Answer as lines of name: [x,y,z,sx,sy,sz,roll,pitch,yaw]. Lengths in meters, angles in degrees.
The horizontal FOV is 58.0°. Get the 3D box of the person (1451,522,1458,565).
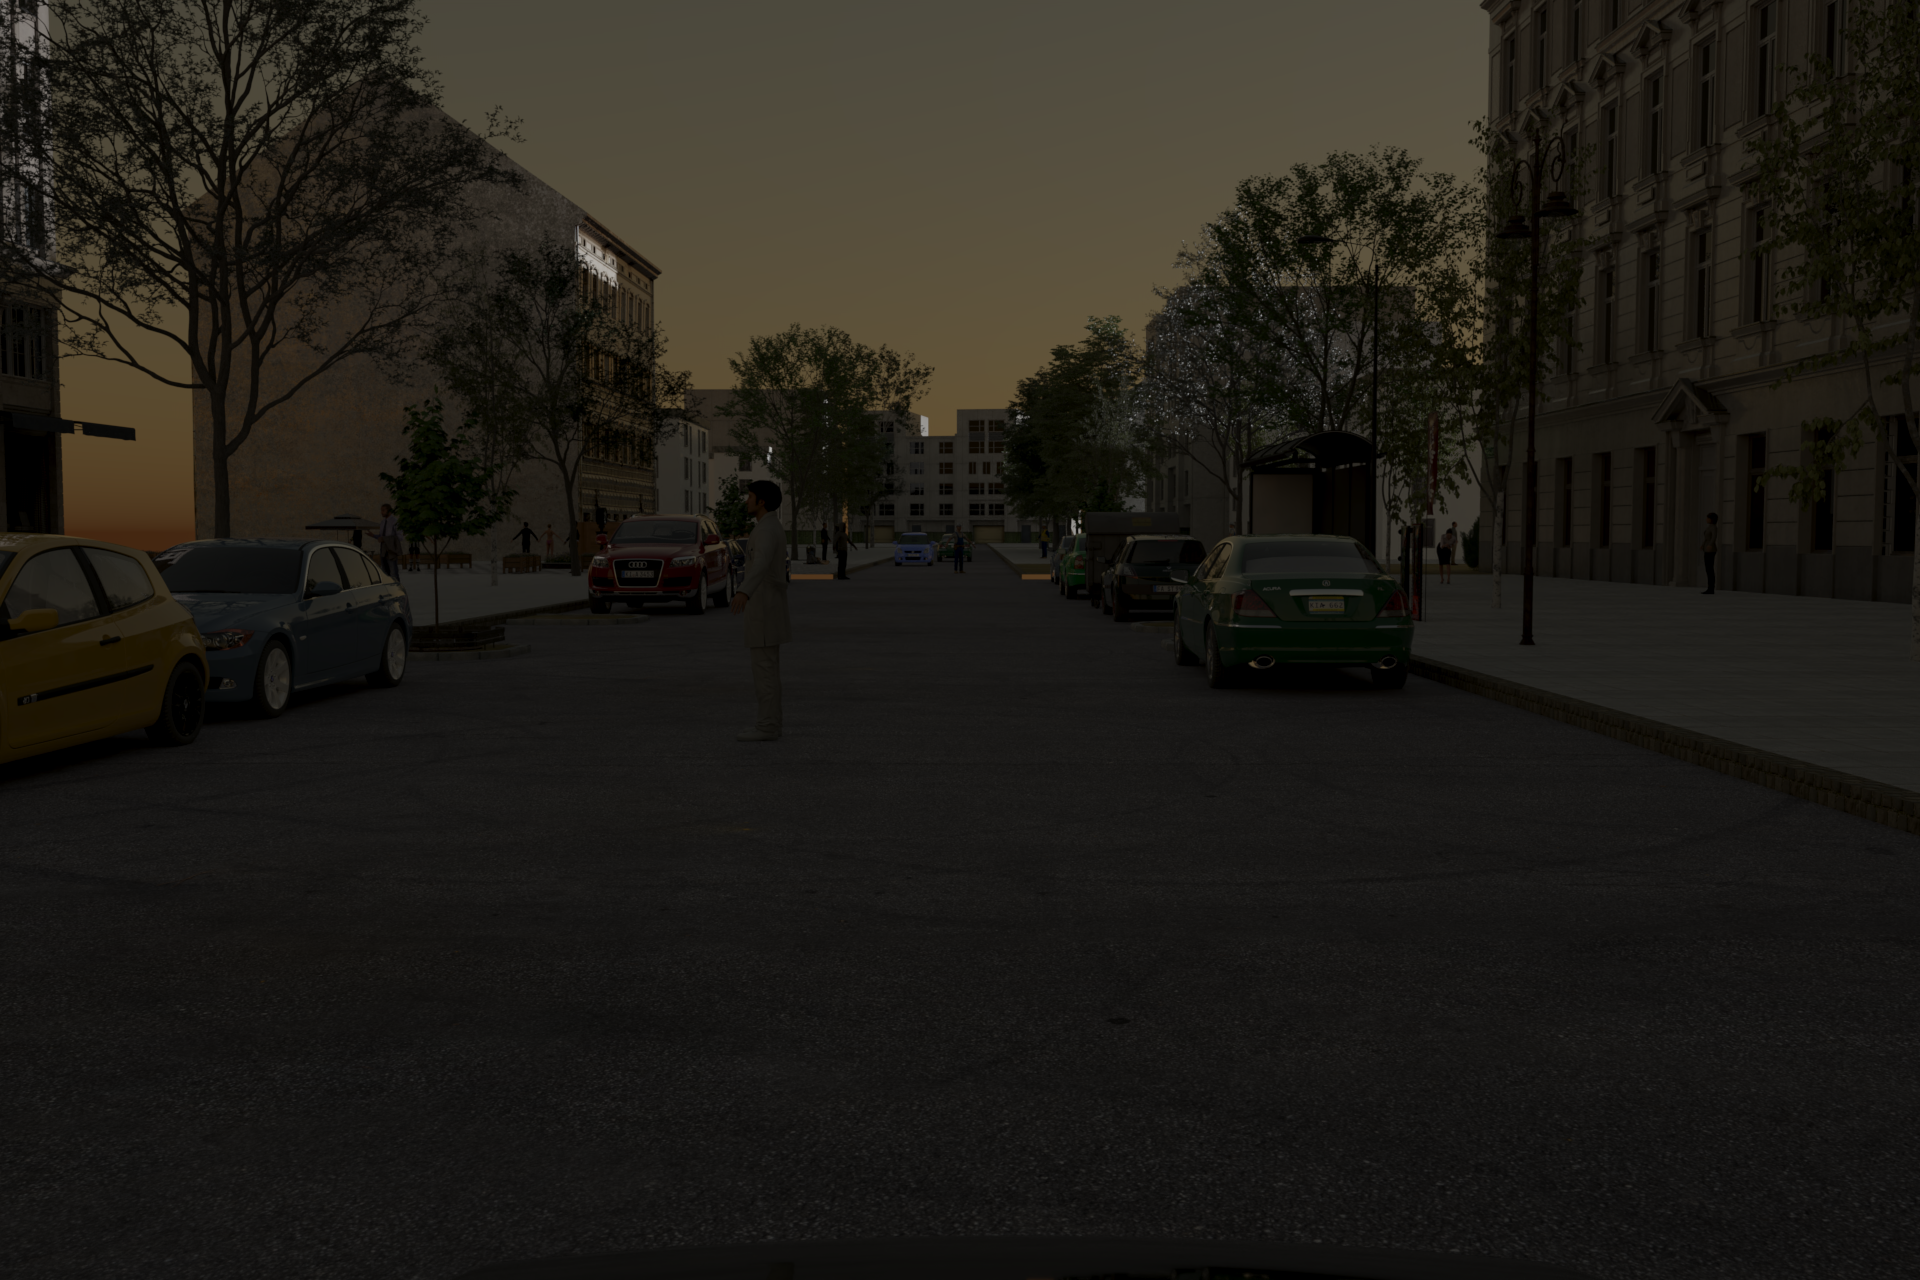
person: [20.315,-3.967,71.129,0.705,1.796,1.348,1,4,18]

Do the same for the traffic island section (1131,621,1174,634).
traffic island section: [3.576,-0.183,25.853,1.991,0.108,1.994,0,3,0]

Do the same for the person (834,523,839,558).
person: [-6.496,-5.244,91.512,0.705,1.856,1.354,0,4,-3]

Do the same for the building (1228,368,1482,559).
building: [22.270,-9.760,101.729,9.099,9.664,28.070,0,4,1]

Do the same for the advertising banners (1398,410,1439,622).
advertising banners: [6.767,-1.799,25.605,0.090,3.025,2.074,0,4,1]

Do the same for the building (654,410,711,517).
building: [-23.170,-11.455,129.436,9.099,9.664,28.070,0,4,0]

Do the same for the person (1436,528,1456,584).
person: [12.516,-2.164,44.608,0.628,1.438,0.799,-2,4,-27]

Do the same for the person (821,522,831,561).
person: [-6.039,-4.369,77.656,0.704,1.802,1.346,1,4,10]

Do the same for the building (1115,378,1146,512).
building: [27.346,-22.895,205.254,19.493,23.208,18.063,0,4,1]

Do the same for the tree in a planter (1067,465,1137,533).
tree in a planter: [3.698,-2.927,45.086,1.991,3.239,1.994,0,4,1]

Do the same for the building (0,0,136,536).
building: [-31.060,-18.184,43.428,12.429,33.558,17.177,0,4,1]

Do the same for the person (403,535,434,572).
person: [-18.727,-3.258,59.408,1.345,1.843,0.704,-1,4,-13]

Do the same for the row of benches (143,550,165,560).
row of benches: [-31.649,-3.176,67.398,4.104,0.672,1.422,2,4,26]

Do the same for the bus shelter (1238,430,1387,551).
bus shelter: [7.286,-2.599,36.422,2.014,3.302,5.546,0,4,0]

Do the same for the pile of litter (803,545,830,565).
pile of litter: [-6.105,-3.650,73.647,1.176,0.858,1.719,0,4,0]

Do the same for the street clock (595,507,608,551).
street clock: [-9.709,-2.592,46.953,0.358,2.002,0.471,0,4,1]

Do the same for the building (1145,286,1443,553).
building: [24.084,-16.254,132.206,16.747,18.905,31.486,0,4,0]

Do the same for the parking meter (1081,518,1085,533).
parking meter: [4.158,-3.102,56.422,0.399,1.863,0.255,0,4,1]

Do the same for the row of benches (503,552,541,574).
row of benches: [-14.614,-2.589,57.786,1.422,0.672,4.104,0,4,-5]

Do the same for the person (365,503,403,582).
person: [-10.533,-1.573,31.632,0.709,1.838,0.599,3,4,36]

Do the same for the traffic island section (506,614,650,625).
traffic island section: [-6.147,-0.328,28.228,1.991,0.108,1.994,0,4,1]

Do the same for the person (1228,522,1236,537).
person: [12.376,-4.473,78.991,0.705,1.847,1.347,2,4,24]

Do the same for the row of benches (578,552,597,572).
row of benches: [-11.096,-2.668,59.081,4.104,0.672,1.422,-1,4,-22]

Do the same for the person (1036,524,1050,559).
person: [4.405,-5.203,91.036,0.705,1.833,1.349,-2,4,-26]

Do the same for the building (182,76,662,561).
building: [-27.058,-15.902,90.928,19.493,23.208,18.063,0,4,1]

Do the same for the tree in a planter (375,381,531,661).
tree in a planter: [-6.211,-1.421,20.462,1.991,3.239,1.994,0,4,1]

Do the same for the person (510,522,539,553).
person: [-18.507,-4.136,73.802,0.705,1.806,1.347,3,5,45]

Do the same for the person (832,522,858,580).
person: [-3.668,-2.807,54.477,0.705,1.813,1.348,2,4,29]

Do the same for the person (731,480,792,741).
person: [-1.392,-0.213,12.119,0.705,1.806,1.347,0,4,1]

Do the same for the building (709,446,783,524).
building: [-22.838,-14.502,179.257,9.099,9.664,28.070,0,3,0]

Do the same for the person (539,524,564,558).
person: [-18.060,-4.259,76.443,1.217,1.733,0.721,1,4,17]

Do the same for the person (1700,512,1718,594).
person: [15.930,-1.847,36.956,0.721,1.744,1.215,1,4,16]

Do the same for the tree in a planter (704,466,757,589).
tree in a planter: [-5.993,-2.977,45.890,1.991,3.239,1.994,0,4,1]

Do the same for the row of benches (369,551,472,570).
row of benches: [-19.647,-2.934,63.435,1.422,0.672,4.104,3,4,39]

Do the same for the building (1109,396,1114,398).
building: [24.700,-22.794,229.097,16.016,20.090,11.380,0,4,1]

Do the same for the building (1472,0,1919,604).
building: [25.228,-15.882,36.086,17.030,29.872,44.131,0,4,0]

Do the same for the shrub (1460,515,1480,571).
shrub: [18.257,-3.439,60.277,1.661,2.075,1.752,0,3,0]

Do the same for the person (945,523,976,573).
person: [-0.024,-3.358,63.224,1.347,1.847,0.705,-2,4,-35]

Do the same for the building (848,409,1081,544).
building: [0.978,-23.405,251.578,31.486,18.905,16.747,1,4,10]

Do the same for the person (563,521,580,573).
person: [-12.704,-3.053,56.637,0.721,1.740,1.216,-2,4,-32]

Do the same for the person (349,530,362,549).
person: [-22.138,-3.523,63.537,0.705,1.837,1.347,0,4,-3]

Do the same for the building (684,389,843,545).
building: [-25.044,-22.059,227.126,16.747,18.905,31.486,0,4,1]
